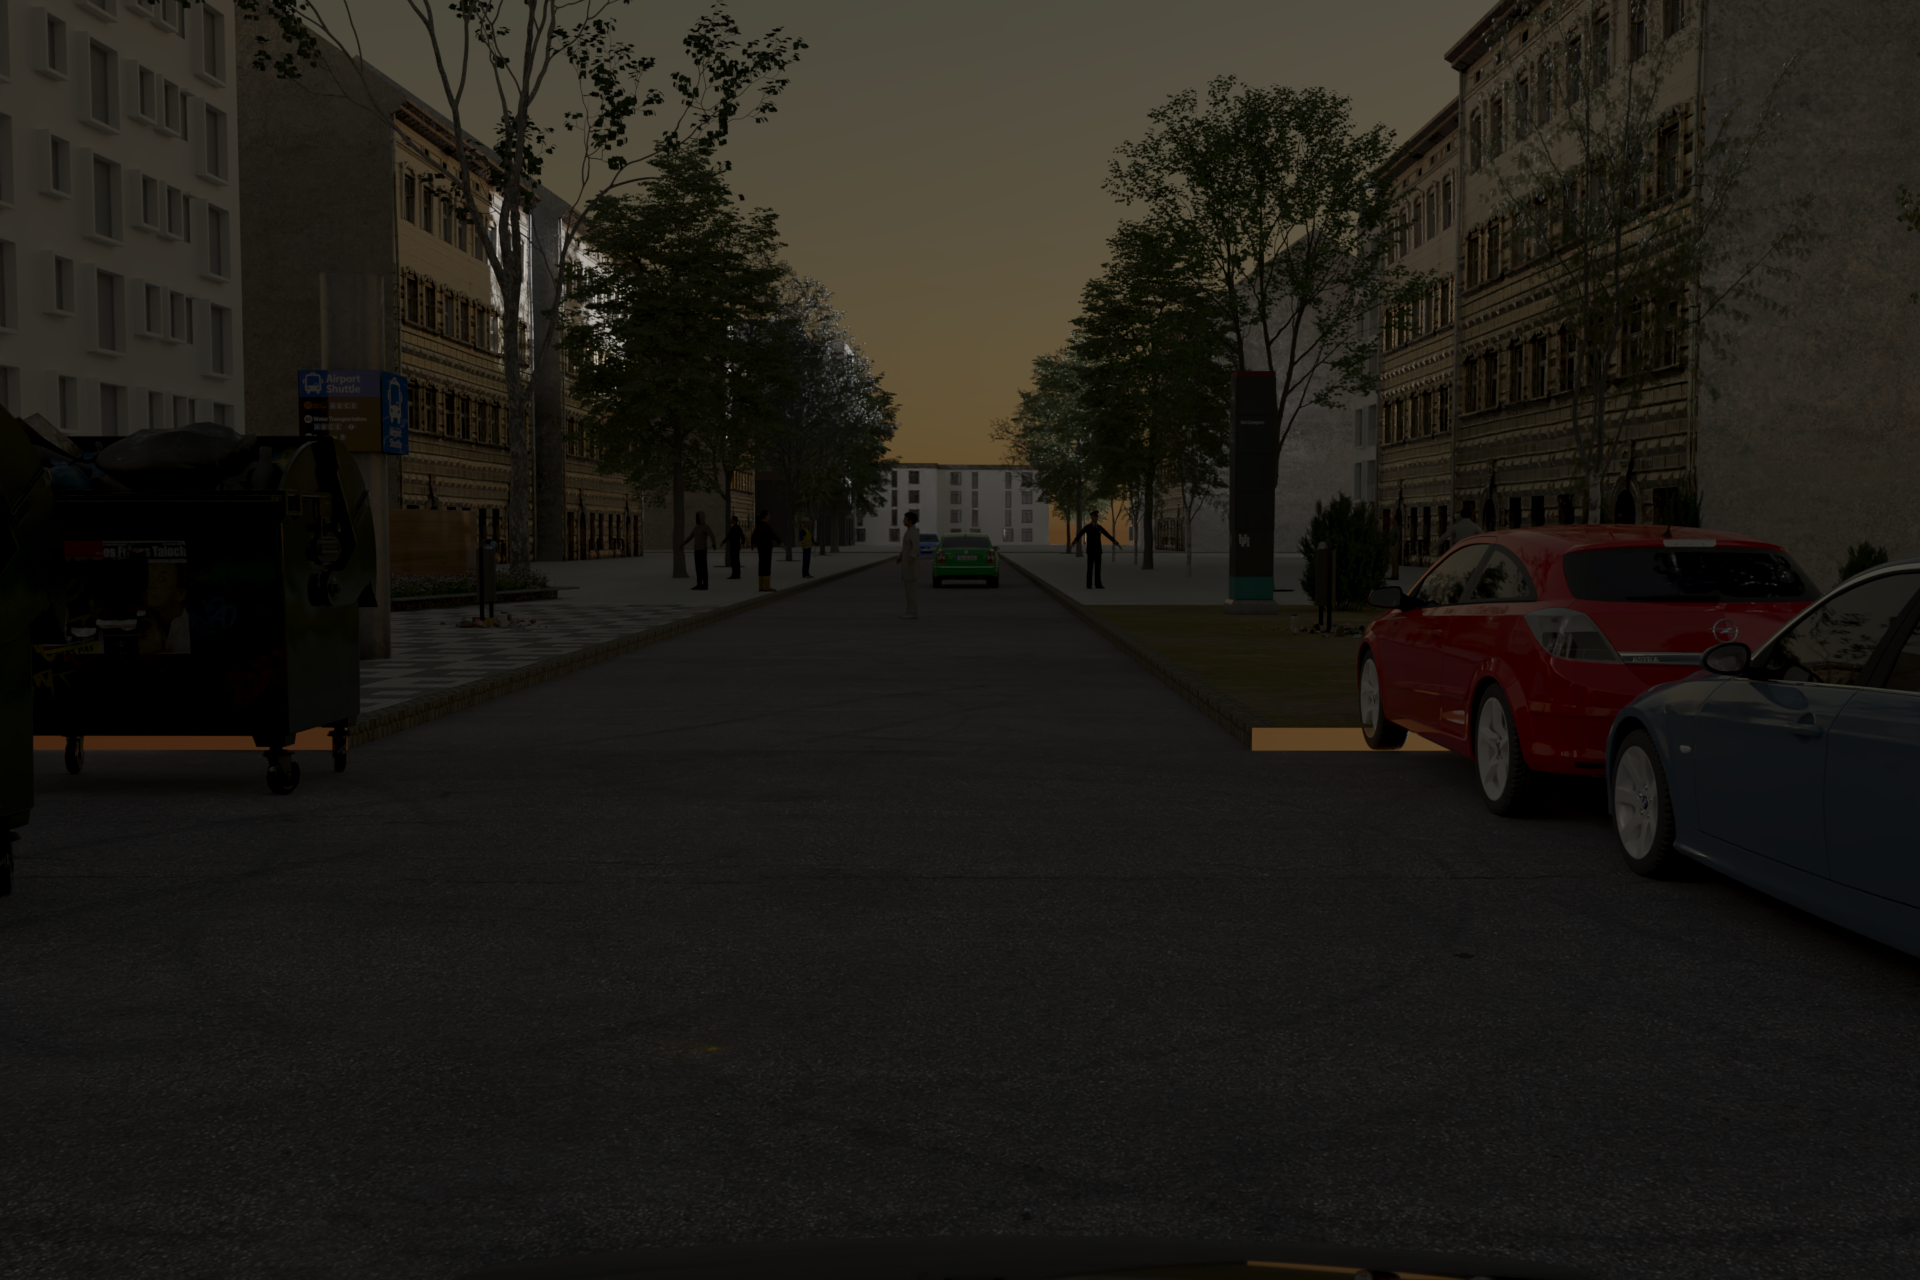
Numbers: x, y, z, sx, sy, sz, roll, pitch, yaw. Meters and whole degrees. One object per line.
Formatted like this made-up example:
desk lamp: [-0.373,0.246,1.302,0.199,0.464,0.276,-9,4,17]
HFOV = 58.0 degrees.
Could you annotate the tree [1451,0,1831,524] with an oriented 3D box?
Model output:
tree: [7.512,-4.322,21.021,4.360,8.622,3.978,0,3,0]

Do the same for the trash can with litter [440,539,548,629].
trash can with litter: [-6.493,-0.822,24.504,1.678,1.210,2.233,0,4,-1]

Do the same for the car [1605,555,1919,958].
car: [3.671,0.383,5.748,2.014,1.417,4.499,0,4,1]

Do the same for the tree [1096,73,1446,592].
tree: [6.887,-6.901,38.591,9.928,11.665,9.643,0,3,0]

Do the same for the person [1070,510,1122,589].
person: [3.162,-2.121,40.615,1.347,1.837,0.705,-1,4,-22]

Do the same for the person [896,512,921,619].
person: [-0.869,-1.271,29.419,0.705,1.806,1.347,-1,4,-11]

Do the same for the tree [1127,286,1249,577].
tree: [6.821,-6.188,51.530,4.360,8.622,3.978,0,3,0]

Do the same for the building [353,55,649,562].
building: [-27.460,-15.788,89.057,19.493,23.208,18.063,0,4,1]

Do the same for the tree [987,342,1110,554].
tree: [6.932,-12.328,111.934,12.009,13.543,11.850,0,3,0]

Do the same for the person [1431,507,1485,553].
person: [9.988,-1.715,34.226,1.347,1.806,0.705,1,4,21]

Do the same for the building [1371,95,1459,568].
building: [26.913,-14.261,64.096,19.493,23.208,18.063,0,4,0]

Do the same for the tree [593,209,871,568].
tree: [-9.004,-9.545,66.430,12.009,13.543,11.850,0,3,0]

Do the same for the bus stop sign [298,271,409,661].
bus stop sign: [-6.186,-1.756,17.730,0.837,3.901,0.837,0,3,0]

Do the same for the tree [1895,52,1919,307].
tree: [14.848,-4.473,23.504,4.737,8.622,4.395,0,3,0]

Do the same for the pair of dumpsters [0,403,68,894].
pair of dumpsters: [-5.809,-0.082,6.291,4.436,2.255,1.574,0,4,0]

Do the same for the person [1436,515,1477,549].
person: [12.571,-2.273,43.294,1.347,1.817,0.704,2,4,27]

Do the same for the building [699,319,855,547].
building: [-26.093,-20.620,181.111,27.936,21.610,32.646,0,4,1]

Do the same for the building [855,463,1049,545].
building: [-3.236,-15.960,205.546,28.070,9.664,9.099,0,4,-7]

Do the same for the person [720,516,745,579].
person: [-6.446,-2.643,49.445,0.704,1.802,1.346,1,4,21]

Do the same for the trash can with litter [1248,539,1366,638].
trash can with litter: [4.686,-0.688,22.309,1.678,1.210,2.233,0,4,0]

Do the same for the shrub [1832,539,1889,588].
shrub: [13.672,-0.918,26.121,1.383,1.207,1.383,0,3,0]

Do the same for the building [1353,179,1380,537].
building: [26.127,-14.342,90.909,16.016,20.090,11.380,0,4,0]

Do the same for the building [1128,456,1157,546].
building: [23.242,-14.612,181.058,9.099,9.664,28.070,0,4,1]

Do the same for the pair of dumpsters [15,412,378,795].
pair of dumpsters: [-5.753,-0.301,9.877,4.436,2.255,1.574,0,4,1]

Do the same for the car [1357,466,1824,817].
car: [3.603,-0.074,10.251,2.155,1.783,4.494,0,4,0]

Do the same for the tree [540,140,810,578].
tree: [-8.157,-8.065,49.988,7.486,12.596,7.792,0,3,0]

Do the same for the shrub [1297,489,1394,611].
shrub: [6.422,-1.499,28.920,1.690,2.028,1.600,0,3,0]

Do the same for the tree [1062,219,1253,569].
tree: [7.153,-8.863,63.030,7.486,12.596,7.792,0,3,0]

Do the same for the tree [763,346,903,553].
tree: [-8.594,-12.863,116.969,9.857,13.997,8.962,0,3,0]

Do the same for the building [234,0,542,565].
building: [-28.704,-14.578,69.277,19.493,23.208,18.063,0,4,1]

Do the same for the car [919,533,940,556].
car: [-1.966,-5.726,103.203,1.945,1.707,3.694,0,3,0]

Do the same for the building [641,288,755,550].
building: [-28.002,-19.414,148.350,19.493,23.208,18.063,0,4,0]

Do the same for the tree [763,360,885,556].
tree: [-8.197,-10.849,103.134,9.928,11.665,9.643,0,3,0]

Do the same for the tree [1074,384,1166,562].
tree: [6.907,-7.921,79.872,4.360,8.622,3.978,0,3,0]

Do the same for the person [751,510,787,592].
person: [-4.321,-1.985,38.599,0.704,1.812,1.346,-3,5,-40]

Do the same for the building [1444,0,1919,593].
building: [25.042,-13.150,45.927,19.493,23.208,18.063,0,4,0]

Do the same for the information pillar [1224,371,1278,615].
information pillar: [4.690,-2.352,27.826,0.750,3.857,0.750,0,4,0]

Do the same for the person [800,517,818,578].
person: [-4.406,-2.696,50.549,0.721,1.772,1.216,1,4,14]

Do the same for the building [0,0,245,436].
building: [-26.476,-11.143,38.602,16.016,20.090,11.380,0,4,0]

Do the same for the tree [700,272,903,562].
tree: [-7.907,-10.434,80.965,12.009,13.543,11.850,0,3,0]

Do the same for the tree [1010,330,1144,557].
tree: [6.686,-10.870,95.856,7.486,12.596,7.792,0,3,0]

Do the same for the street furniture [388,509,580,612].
street furniture: [-10.622,-1.558,32.331,9.812,1.723,11.010,1,4,14]

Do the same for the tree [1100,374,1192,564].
tree: [7.376,-7.508,73.116,4.360,8.622,3.978,0,3,0]

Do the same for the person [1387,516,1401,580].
person: [12.109,-2.574,48.352,0.705,1.796,1.348,0,4,0]

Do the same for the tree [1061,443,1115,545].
tree: [15.418,-17.809,209.299,7.486,12.596,7.792,0,3,0]

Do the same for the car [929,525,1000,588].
car: [0.132,-2.363,47.427,1.959,1.807,4.718,0,4,-1]

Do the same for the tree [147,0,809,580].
tree: [-9.420,-10.876,33.713,12.611,20.169,13.585,0,3,0]

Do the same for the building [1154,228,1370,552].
building: [25.441,-18.527,133.840,19.493,23.208,18.063,0,3,0]

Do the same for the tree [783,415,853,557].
tree: [-7.948,-8.853,95.108,4.737,8.622,4.395,0,3,0]

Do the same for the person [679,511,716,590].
person: [-5.965,-2.054,39.714,0.705,1.813,1.348,-3,5,-45]

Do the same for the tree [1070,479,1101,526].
tree: [14.749,-15.385,201.902,4.737,8.622,4.395,0,3,0]
